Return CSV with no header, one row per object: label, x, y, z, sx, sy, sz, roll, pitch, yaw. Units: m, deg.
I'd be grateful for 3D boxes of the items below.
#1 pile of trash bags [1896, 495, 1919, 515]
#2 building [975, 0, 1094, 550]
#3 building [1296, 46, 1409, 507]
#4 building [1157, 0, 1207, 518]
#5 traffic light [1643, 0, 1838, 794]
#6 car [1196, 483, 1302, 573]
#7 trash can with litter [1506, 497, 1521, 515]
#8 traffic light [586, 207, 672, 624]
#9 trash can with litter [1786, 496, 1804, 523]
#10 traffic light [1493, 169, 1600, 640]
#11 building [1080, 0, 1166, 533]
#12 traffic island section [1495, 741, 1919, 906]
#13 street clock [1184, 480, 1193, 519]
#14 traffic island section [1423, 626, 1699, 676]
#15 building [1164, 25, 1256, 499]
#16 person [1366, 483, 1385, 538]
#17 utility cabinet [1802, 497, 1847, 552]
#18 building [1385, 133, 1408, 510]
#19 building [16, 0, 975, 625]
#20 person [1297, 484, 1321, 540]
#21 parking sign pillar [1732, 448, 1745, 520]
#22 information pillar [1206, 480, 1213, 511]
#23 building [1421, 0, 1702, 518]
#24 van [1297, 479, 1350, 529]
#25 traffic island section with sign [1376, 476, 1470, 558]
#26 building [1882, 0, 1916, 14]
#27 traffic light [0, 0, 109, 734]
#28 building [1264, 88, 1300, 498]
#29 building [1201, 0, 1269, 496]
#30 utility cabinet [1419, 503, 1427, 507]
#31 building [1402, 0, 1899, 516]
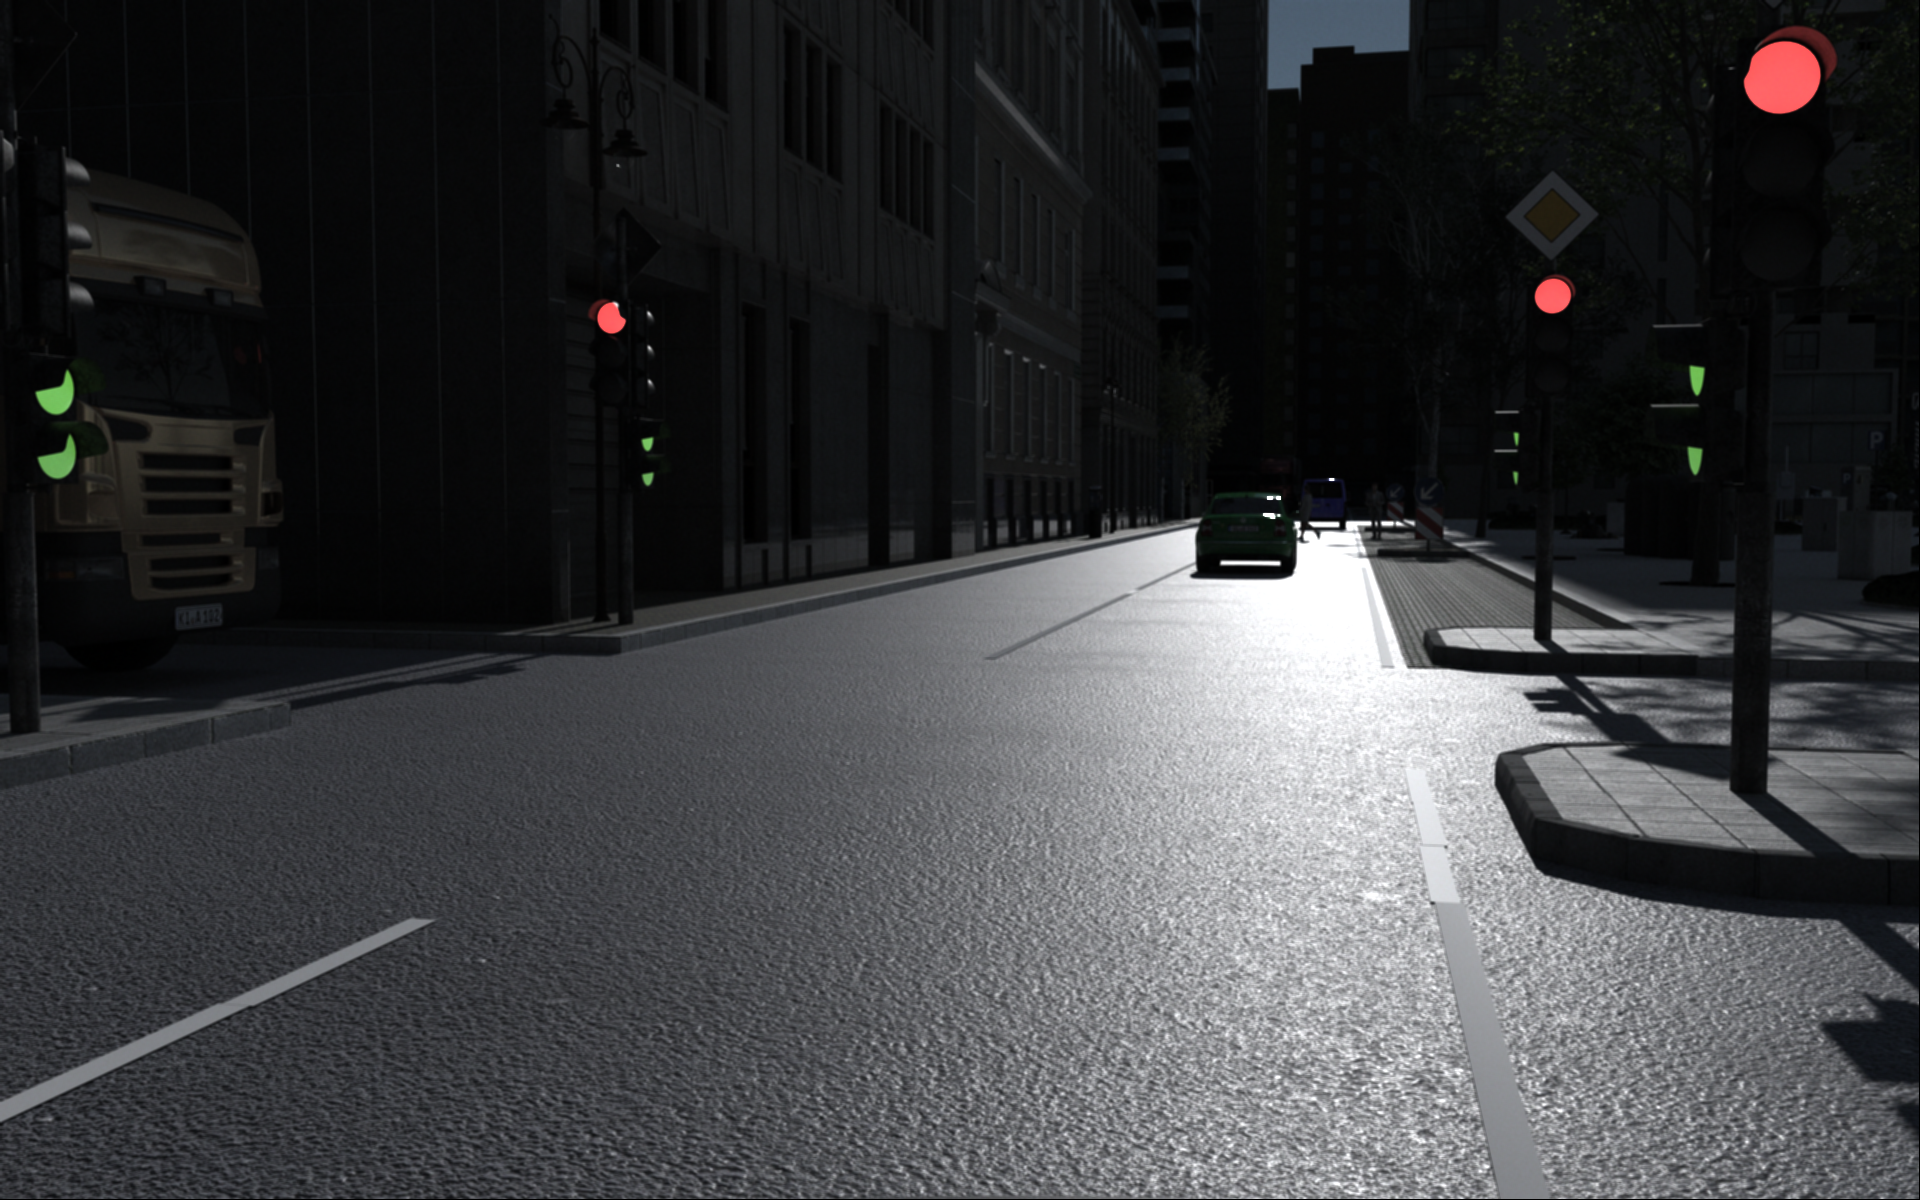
pile of trash bags,41.937,-4.115,77.033,3.447,1.369,1.912,2,4,26
building,-4.196,-15.958,46.821,13.634,28.700,20.117,1,4,12
building,41.857,-32.183,176.294,14.200,45.320,14.600,1,4,12
building,4.646,-48.540,106.294,22.319,86.520,31.000,1,4,12
traffic light,3.387,-1.128,7.369,0.839,4.253,0.868,1,4,12
car,5.520,-1.484,33.057,1.959,1.807,4.718,1,4,12
trash can with litter,22.882,-3.658,71.203,0.624,1.170,1.055,0,4,-4
traffic light,-3.289,-1.718,17.011,0.839,4.253,0.868,1,4,12
trash can with litter,37.894,-4.064,77.507,1.678,1.210,2.233,-2,4,-35
traffic light,5.121,-1.605,15.164,0.839,4.253,0.868,1,4,12
building,1.951,-13.246,65.726,9.793,20.994,18.267,1,4,12
traffic island section,3.424,0.906,7.474,2.009,0.180,2.903,1,4,12
street clock,11.510,-5.077,87.587,0.471,2.002,0.358,-2,4,-34
traffic island section,5.158,0.429,15.270,2.009,0.180,2.903,1,4,12
building,6.719,-27.124,135.361,32.217,40.220,23.993,1,4,12
person,13.385,-2.887,55.902,0.606,1.804,0.583,1,4,20
utility cabinet,19.471,-1.705,39.047,0.306,1.237,1.020,-1,4,-16
building,41.790,-22.533,140.123,14.160,30.474,14.107,1,4,12
building,-7.704,-12.796,27.244,12.078,24.808,19.932,1,4,12
person,10.777,-2.714,53.625,0.760,1.731,0.466,0,4,6
parking sign pillar,27.363,-4.462,61.426,1.447,3.967,1.447,-1,4,-23
information pillar,12.810,-5.168,88.991,0.304,2.012,0.304,0,4,6
building,33.335,-19.999,98.689,14.160,30.474,14.107,1,4,12
van,15.405,-4.221,73.395,2.240,2.365,5.245,1,4,12
traffic island section with sign,10.626,-1.905,39.783,1.989,1.847,2.006,1,4,12
building,68.676,-29.925,143.903,28.867,44.769,22.147,1,4,12
traffic light,-5.023,-1.241,9.216,0.839,4.253,0.868,1,4,12
building,28.038,-30.326,179.420,14.086,41.232,14.154,1,4,12
building,16.787,-43.871,155.535,20.611,71.187,20.563,1,4,12
utility cabinet,19.663,-3.967,73.547,0.318,1.500,1.173,1,4,13
building,44.441,-32.268,116.816,28.713,52.752,27.495,1,4,12
